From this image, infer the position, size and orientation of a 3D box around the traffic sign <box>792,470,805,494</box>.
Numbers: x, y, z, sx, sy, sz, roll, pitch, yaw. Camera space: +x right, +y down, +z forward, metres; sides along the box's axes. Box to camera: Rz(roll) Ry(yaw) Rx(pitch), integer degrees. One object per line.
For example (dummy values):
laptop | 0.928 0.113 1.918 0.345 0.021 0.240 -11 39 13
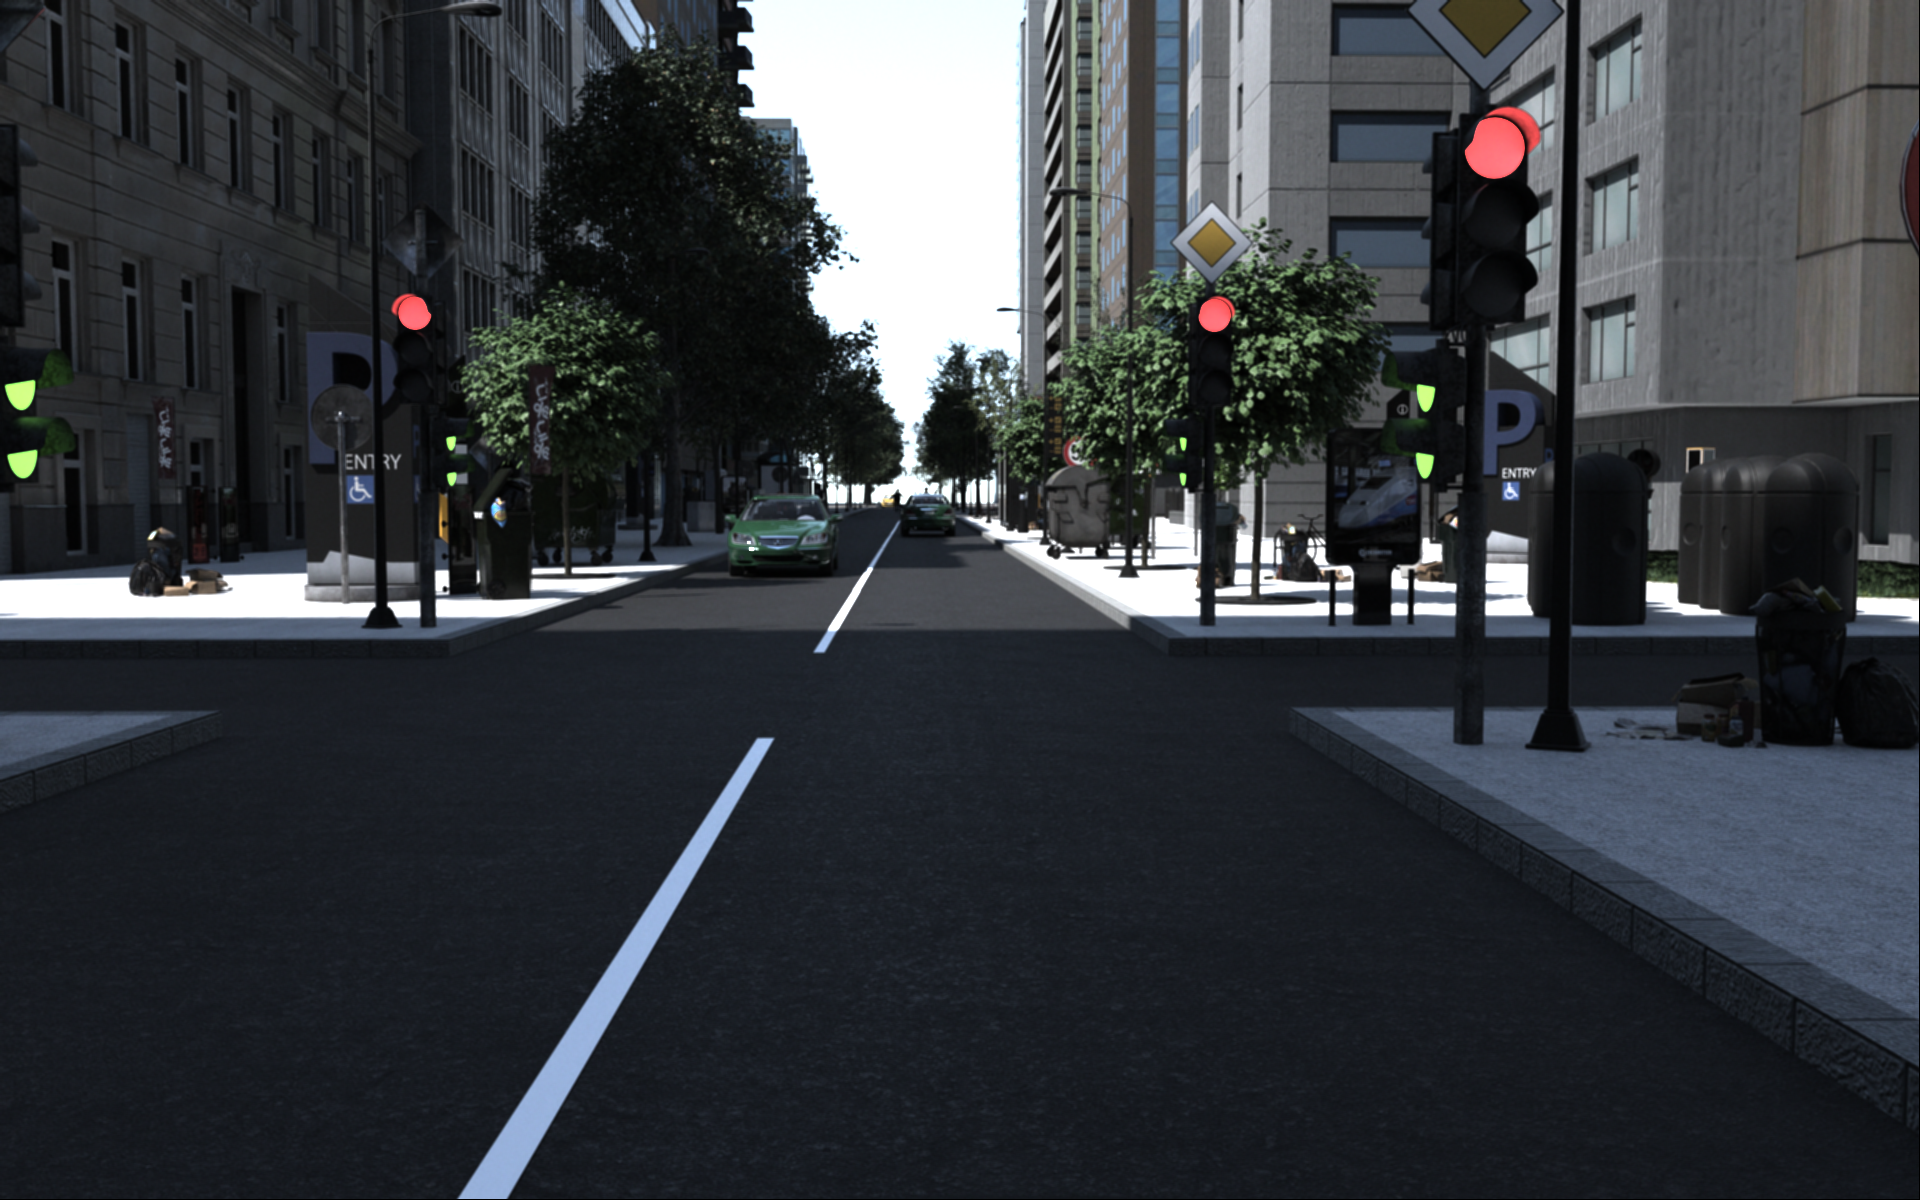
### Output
traffic sign | -8.697 -5.634 92.124 0.884 2.594 0.081 0 4 5

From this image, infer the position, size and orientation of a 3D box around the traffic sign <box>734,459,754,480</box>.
traffic sign | -7.948 -3.894 63.768 0.768 2.556 0.104 0 4 4

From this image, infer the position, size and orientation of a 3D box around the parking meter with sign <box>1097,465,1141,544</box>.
parking meter with sign | 4.111 -2.994 45.214 0.543 3.016 1.738 -2 4 -32

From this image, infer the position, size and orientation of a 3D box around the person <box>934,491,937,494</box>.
person | -2.049 -8.213 143.718 0.436 1.711 0.756 3 4 39

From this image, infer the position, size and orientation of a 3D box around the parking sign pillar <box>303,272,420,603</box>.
parking sign pillar | -7.246 -1.992 21.038 1.447 3.967 1.447 0 4 -1

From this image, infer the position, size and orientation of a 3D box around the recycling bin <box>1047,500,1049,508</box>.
recycling bin | 3.938 -4.400 84.492 0.722 1.027 0.722 0 4 -8

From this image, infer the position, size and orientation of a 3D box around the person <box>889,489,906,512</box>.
person | -4.876 -7.829 136.139 1.348 1.869 0.705 0 4 5

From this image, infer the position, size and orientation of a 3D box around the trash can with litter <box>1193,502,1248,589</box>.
trash can with litter | 3.570 -0.761 23.835 0.624 1.170 1.055 1 4 18

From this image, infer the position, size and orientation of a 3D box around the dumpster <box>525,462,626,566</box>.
dumpster | -6.970 -1.770 31.437 1.502 2.255 1.985 0 4 -1

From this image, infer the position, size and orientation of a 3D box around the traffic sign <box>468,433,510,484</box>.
traffic sign | -8.342 -1.808 30.750 0.795 2.450 0.064 0 4 6

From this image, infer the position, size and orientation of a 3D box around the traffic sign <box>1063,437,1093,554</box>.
traffic sign | 2.583 -2.256 36.990 0.768 2.556 0.104 0 4 4

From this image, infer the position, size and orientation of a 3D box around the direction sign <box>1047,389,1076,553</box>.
direction sign | 2.322 -2.782 37.488 0.876 3.537 0.379 0 4 -4

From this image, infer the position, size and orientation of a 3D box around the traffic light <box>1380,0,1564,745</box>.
traffic light | 2.600 -1.216 8.809 0.839 4.253 0.868 0 4 -1

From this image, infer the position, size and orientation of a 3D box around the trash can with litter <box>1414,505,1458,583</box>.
trash can with litter | 7.010 -0.838 25.092 0.624 1.170 1.055 -2 4 -32

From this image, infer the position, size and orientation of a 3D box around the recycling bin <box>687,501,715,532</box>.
recycling bin | -8.805 -2.833 58.871 0.722 1.027 0.722 -3 5 -43

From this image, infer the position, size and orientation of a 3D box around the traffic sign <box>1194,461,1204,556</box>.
traffic sign | 4.853 -2.167 35.544 0.768 2.556 0.104 0 4 2

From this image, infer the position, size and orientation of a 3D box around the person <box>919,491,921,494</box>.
person | -4.588 -11.707 200.638 1.217 1.736 0.721 0 4 -6

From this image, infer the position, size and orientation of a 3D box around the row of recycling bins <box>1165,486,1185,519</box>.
row of recycling bins | 11.490 -4.959 88.194 1.069 1.692 3.534 -1 4 -21

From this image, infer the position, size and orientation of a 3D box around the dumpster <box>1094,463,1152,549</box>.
dumpster | 3.770 -2.339 40.730 1.502 2.255 1.985 0 4 -1

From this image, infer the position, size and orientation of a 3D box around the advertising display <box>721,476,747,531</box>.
advertising display | -7.940 -3.405 60.892 0.974 1.923 0.123 -2 4 -32

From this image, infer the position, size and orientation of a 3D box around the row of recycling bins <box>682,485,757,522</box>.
row of recycling bins | -10.930 -4.398 79.026 3.534 1.692 1.069 -1 4 -11

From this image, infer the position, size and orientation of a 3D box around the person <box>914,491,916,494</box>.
person | -6.005 -13.580 230.557 0.705 1.821 1.348 1 4 10

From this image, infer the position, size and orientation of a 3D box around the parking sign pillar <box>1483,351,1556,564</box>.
parking sign pillar | 10.357 -2.675 32.207 1.447 3.967 1.447 -3 5 -42

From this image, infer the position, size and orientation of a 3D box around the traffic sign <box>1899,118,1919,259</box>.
traffic sign | 3.079 -0.302 5.038 0.768 2.556 0.104 0 4 3

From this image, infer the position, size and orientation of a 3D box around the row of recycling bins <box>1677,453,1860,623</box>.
row of recycling bins | 8.686 -0.717 18.834 1.069 1.692 3.534 0 4 6

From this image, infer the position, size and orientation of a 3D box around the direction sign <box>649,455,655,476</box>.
direction sign | -13.641 -5.072 74.928 0.876 3.537 0.379 -1 4 -8

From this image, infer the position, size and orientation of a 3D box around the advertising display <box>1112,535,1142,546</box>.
advertising display | 4.160 -2.307 42.939 0.974 1.923 0.123 -2 4 -26

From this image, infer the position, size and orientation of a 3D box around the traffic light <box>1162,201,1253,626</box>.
traffic light | 2.398 -1.705 16.792 0.839 4.253 0.868 0 4 -1

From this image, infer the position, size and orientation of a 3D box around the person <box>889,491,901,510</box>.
person | -5.906 -9.093 157.695 1.217 1.766 0.721 -1 4 -23

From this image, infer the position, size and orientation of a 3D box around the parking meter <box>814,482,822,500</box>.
parking meter | -6.753 -4.687 82.344 0.399 1.863 0.255 0 4 1

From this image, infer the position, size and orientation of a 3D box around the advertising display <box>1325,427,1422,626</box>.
advertising display | 4.036 -0.715 16.911 0.974 1.923 0.123 -1 4 -15

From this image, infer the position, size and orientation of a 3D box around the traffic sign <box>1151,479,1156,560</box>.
traffic sign | 3.787 -2.064 33.858 0.768 2.556 0.104 0 4 6

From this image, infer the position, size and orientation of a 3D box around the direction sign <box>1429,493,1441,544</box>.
direction sign | 12.228 -3.202 44.354 0.379 3.537 0.876 1 4 12

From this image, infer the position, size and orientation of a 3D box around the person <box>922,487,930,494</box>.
person | -1.886 -5.409 96.878 1.348 1.831 0.705 0 4 -4

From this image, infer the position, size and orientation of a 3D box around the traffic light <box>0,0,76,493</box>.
traffic light | -4.908 -1.204 8.604 0.839 4.253 0.868 0 4 -1

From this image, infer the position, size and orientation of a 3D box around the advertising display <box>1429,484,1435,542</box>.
advertising display | 12.819 -2.558 47.038 0.123 1.923 0.974 1 4 17

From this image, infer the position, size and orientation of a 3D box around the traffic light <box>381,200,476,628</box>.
traffic light | -5.111 -1.692 16.586 0.839 4.253 0.868 0 4 -1

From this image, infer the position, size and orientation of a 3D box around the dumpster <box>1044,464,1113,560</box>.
dumpster | 2.377 -1.762 34.573 1.264 1.857 1.865 0 4 -1

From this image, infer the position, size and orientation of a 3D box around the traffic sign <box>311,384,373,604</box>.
traffic sign | -7.170 -1.225 20.135 0.768 2.556 0.104 0 4 3

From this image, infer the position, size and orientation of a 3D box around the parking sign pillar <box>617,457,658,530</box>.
parking sign pillar | -11.647 -4.526 62.471 1.447 3.967 1.447 1 4 9

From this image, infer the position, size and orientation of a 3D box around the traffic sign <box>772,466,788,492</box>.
traffic sign | -8.159 -4.797 78.545 0.768 2.556 0.104 1 4 8

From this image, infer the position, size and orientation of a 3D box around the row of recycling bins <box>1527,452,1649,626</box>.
row of recycling bins | 6.602 -0.695 18.477 1.069 1.692 3.534 1 4 13

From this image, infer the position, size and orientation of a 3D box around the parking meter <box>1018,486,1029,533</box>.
parking meter | 2.083 -2.980 57.126 0.372 1.533 0.369 0 3 0
